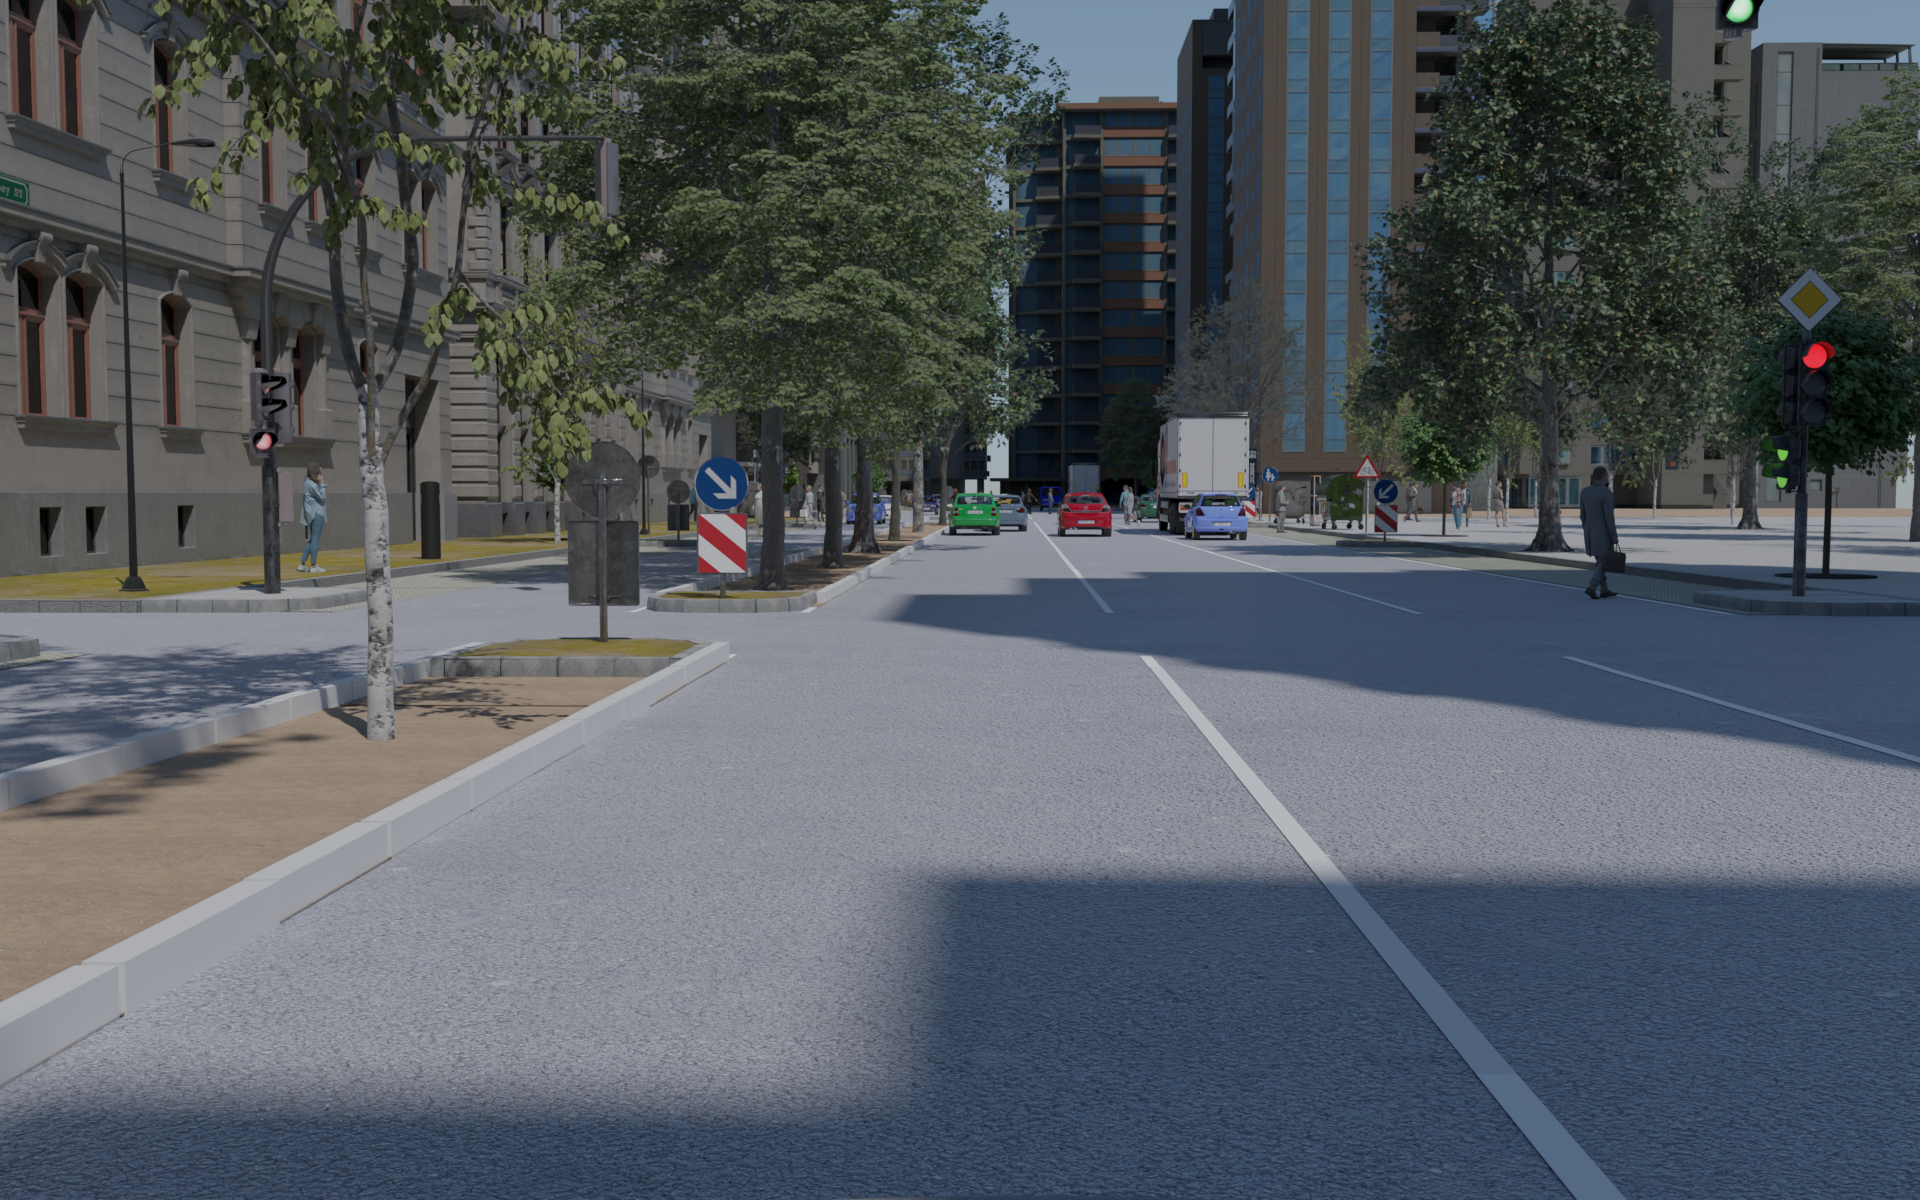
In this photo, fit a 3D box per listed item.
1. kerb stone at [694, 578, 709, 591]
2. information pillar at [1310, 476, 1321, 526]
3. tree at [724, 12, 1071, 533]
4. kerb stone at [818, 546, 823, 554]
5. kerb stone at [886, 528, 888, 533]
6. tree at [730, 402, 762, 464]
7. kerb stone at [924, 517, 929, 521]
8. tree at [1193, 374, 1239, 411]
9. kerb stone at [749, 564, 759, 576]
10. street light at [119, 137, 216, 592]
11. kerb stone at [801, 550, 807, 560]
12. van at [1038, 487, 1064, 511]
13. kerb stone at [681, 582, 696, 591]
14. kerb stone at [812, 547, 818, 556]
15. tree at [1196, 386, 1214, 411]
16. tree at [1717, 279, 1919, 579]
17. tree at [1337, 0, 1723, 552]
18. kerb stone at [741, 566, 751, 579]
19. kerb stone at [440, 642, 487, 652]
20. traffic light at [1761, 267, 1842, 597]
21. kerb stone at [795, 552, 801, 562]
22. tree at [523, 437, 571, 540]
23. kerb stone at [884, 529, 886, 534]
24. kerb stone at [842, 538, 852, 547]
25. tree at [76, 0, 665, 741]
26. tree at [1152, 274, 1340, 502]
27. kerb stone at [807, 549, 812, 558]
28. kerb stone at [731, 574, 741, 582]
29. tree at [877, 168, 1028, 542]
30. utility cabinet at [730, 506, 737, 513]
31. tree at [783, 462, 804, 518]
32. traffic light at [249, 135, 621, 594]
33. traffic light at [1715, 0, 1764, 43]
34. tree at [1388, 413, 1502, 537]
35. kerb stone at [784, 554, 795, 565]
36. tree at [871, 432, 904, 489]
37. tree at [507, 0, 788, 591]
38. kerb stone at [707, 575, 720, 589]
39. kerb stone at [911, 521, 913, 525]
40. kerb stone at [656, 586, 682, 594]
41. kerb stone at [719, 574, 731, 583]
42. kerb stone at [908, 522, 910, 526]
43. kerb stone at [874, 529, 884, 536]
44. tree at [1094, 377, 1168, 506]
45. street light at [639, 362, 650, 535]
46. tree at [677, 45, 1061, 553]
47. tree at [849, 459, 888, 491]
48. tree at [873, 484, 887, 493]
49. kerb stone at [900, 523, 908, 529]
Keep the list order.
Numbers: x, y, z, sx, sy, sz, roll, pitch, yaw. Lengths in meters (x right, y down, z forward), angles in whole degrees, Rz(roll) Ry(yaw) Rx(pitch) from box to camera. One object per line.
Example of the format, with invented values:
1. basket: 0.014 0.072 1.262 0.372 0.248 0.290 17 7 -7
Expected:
1. kerb stone: -3.855 -0.178 25.278 0.120 0.150 1.000 0 4 2
2. information pillar: 14.126 -3.939 68.895 0.304 2.012 0.304 -1 4 -22
3. tree: -2.743 -12.613 64.573 12.611 20.169 13.585 0 3 0
4. kerb stone: -3.401 -1.125 40.653 0.120 0.150 1.000 0 4 2
5. kerb stone: -2.772 -2.438 62.136 0.120 0.150 1.000 0 4 2
6. tree: -9.871 -8.530 89.829 4.360 8.622 3.978 0 3 0
7. kerb stone: -1.776 -4.511 95.958 0.120 0.150 1.000 0 4 2
8. tree: 15.024 -9.461 105.049 4.360 8.622 3.978 0 3 0
9. kerb stone: -3.698 -0.502 30.402 0.120 0.150 1.000 0 4 2
10. street light: -10.390 -3.069 22.715 1.470 5.913 1.316 0 4 2
11. kerb stone: -3.486 -0.940 37.570 0.120 0.150 1.000 0 4 2
12. van: 7.772 -8.801 148.278 2.240 2.365 5.245 0 4 2
13. kerb stone: -3.888 -0.116 24.255 0.120 0.150 1.000 0 4 2
14. kerb stone: -3.429 -1.066 39.630 0.120 0.150 1.000 0 4 2
15. tree: 16.369 -10.294 118.663 4.737 8.622 4.395 0 3 0
16. tree: 13.315 -2.628 26.688 4.285 4.588 4.351 0 3 0
17. tree: 13.115 -7.434 38.551 9.611 12.733 9.660 0 3 0
18. kerb stone: -3.729 -0.436 29.379 0.120 0.150 1.000 0 4 2
19. kerb stone: -4.168 0.472 14.486 0.120 0.150 1.000 0 4 2
20. traffic light: 10.517 -2.001 21.641 0.839 4.253 0.868 0 4 2
21. kerb stone: -3.524 -0.878 36.547 0.120 0.150 1.000 0 4 2
22. tree: -11.346 -3.283 48.282 1.663 3.219 1.824 0 3 0
23. kerb stone: -2.801 -2.380 61.112 0.120 0.150 1.000 0 4 2
24. kerb stone: -3.168 -1.630 48.843 0.120 0.150 1.000 0 4 2
25. tree: -3.330 -3.471 9.572 4.737 8.622 4.395 0 3 0
26. tree: 15.759 -11.355 96.025 12.009 13.543 11.850 0 3 0
27. kerb stone: -3.462 -1.003 38.595 0.120 0.150 1.000 0 4 2
28. kerb stone: -3.757 -0.377 28.355 0.120 0.150 1.000 0 4 2
29. tree: -1.878 -7.569 51.961 9.928 11.665 9.643 0 3 0
30. utility cabinet: -9.589 -3.947 73.205 0.318 1.500 1.173 0 4 -6
31. tree: -8.959 -6.058 93.644 1.663 3.219 1.824 0 3 0
32. traffic light: -6.743 -2.905 22.164 4.771 5.953 1.251 0 4 2
33. traffic light: 8.189 -2.380 13.579 4.771 5.953 1.251 0 4 2
34. tree: 14.603 -4.205 52.468 4.285 4.588 4.351 0 3 0
35. kerb stone: -3.549 -0.815 35.525 0.120 0.150 1.000 0 4 2
36. tree: -7.348 -12.955 162.168 4.360 8.622 3.978 0 3 0
37. tree: -2.869 -6.427 25.665 7.486 12.596 7.792 0 3 0
38. kerb stone: -3.817 -0.251 26.302 0.120 0.150 1.000 0 4 2
39. kerb stone: -2.319 -3.383 77.502 0.120 0.150 1.000 0 4 2
40. kerb stone: -3.912 -0.063 23.221 0.120 0.150 1.000 0 4 2
41. kerb stone: -3.794 -0.314 27.334 0.120 0.150 1.000 0 4 2
42. kerb stone: -2.375 -3.257 75.458 0.120 0.150 1.000 0 4 2
43. kerb stone: -2.828 -2.318 60.090 0.120 0.150 1.000 0 4 2
44. tree: 16.769 -15.323 168.658 7.486 12.596 7.792 0 3 0
45. street light: -9.409 -5.003 54.344 1.470 5.913 1.316 0 4 2
46. tree: -2.332 -7.486 41.856 9.611 12.733 9.660 0 3 0
47. tree: -8.119 -10.379 153.406 4.285 4.588 4.351 0 3 0
48. tree: -7.757 -10.542 166.965 1.663 3.219 1.824 0 3 0
49. kerb stone: -2.414 -3.195 74.436 0.120 0.150 1.000 0 4 2
